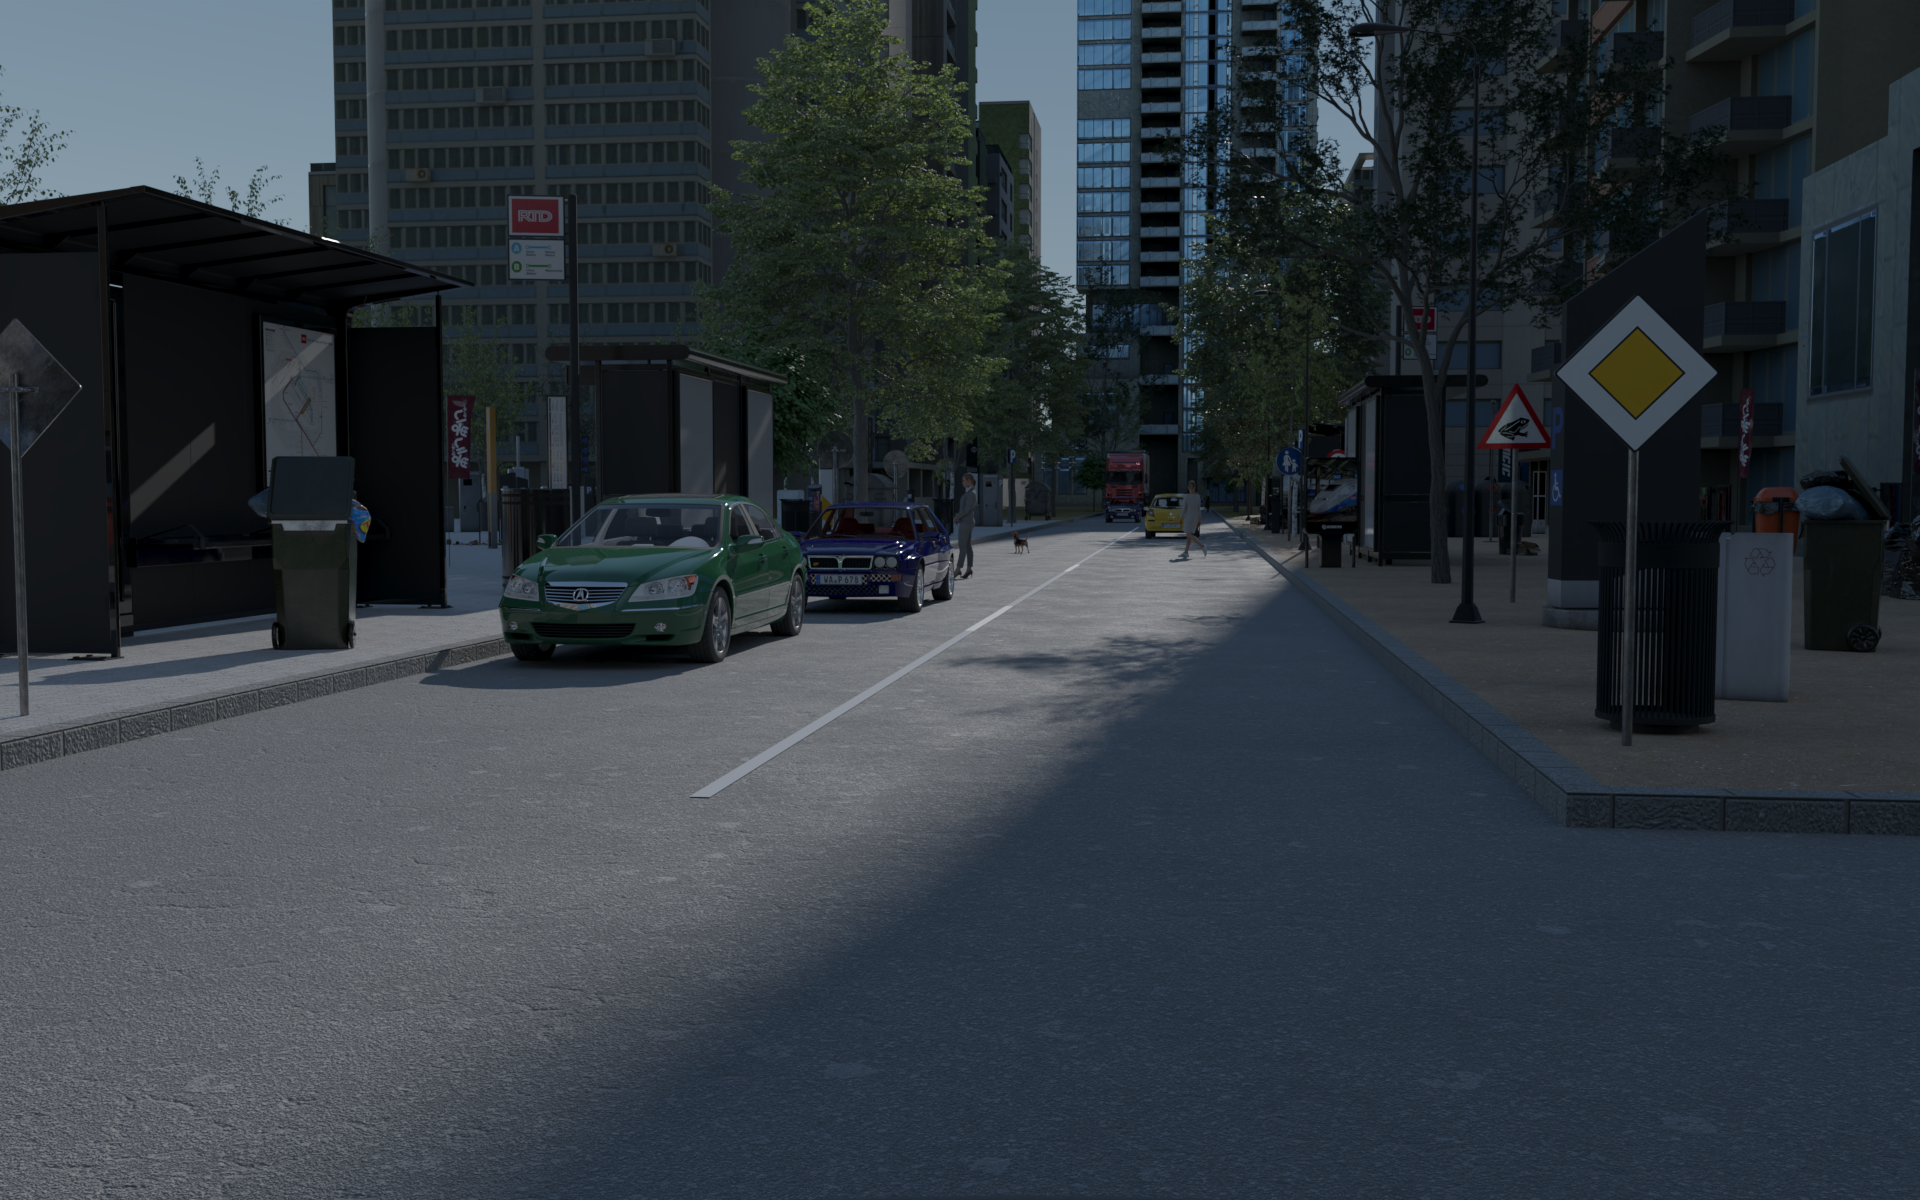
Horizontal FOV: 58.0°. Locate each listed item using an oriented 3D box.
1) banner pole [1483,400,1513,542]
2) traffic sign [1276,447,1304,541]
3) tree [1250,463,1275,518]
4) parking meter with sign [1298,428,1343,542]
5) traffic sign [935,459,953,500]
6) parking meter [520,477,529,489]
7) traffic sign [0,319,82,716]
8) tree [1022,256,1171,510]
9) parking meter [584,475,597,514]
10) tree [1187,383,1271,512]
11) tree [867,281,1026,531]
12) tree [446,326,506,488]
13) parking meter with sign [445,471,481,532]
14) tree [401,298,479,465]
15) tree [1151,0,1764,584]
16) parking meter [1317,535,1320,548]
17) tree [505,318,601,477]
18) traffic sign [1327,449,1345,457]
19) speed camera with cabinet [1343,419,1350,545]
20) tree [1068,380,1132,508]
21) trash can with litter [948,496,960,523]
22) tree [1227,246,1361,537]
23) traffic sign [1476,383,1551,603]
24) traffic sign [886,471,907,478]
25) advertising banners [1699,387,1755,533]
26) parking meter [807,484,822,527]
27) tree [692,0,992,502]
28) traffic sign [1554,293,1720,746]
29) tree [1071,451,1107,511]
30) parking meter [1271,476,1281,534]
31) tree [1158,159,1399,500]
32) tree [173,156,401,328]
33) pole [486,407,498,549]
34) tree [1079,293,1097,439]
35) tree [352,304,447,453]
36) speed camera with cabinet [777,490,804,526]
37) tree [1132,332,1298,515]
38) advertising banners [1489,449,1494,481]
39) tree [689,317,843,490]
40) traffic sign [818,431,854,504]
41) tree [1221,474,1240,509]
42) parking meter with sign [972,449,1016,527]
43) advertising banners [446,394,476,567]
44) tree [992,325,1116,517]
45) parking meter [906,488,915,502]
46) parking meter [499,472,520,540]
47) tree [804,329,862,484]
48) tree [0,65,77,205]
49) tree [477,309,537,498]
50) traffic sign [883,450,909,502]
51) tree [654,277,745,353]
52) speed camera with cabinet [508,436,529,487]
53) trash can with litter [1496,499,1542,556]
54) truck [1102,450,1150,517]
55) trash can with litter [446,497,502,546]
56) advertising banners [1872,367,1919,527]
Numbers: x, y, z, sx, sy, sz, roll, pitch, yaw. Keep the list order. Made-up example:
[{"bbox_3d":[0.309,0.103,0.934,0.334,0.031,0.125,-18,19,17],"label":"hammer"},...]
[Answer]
[{"bbox_3d":[14.388,-3.430,46.100,0.863,3.779,0.401,0,4,-3],"label":"banner pole"},{"bbox_3d":[8.987,-2.881,47.204,0.768,2.556,0.104,0,4,8],"label":"traffic sign"},{"bbox_3d":[16.267,-5.984,92.437,1.663,3.219,1.824,0,3,0],"label":"tree"},{"bbox_3d":[9.937,-3.056,46.234,1.738,3.016,0.543,0,4,-2],"label":"parking meter with sign"},{"bbox_3d":[-0.555,-3.841,62.904,0.768,2.556,0.104,1,4,13],"label":"traffic sign"},{"bbox_3d":[-14.651,-3.200,58.025,0.399,1.863,0.255,-2,4,-32],"label":"parking meter"},{"bbox_3d":[-5.415,-0.387,9.969,0.795,2.450,0.064,0,4,8],"label":"traffic sign"},{"bbox_3d":[10.849,-17.411,140.555,12.611,20.169,13.585,0,3,0],"label":"tree"},{"bbox_3d":[-11.068,-2.838,52.114,0.399,1.863,0.255,2,4,24],"label":"parking meter"},{"bbox_3d":[19.967,-12.515,122.747,7.486,12.596,7.792,0,3,0],"label":"tree"},{"bbox_3d":[-0.103,-6.678,59.553,4.737,8.622,4.395,0,3,0],"label":"tree"},{"bbox_3d":[-21.825,-7.621,74.961,4.360,8.622,3.978,0,3,0],"label":"tree"},{"bbox_3d":[-16.529,-3.796,58.327,1.738,3.016,0.543,-1,4,-19],"label":"parking meter with sign"},{"bbox_3d":[-16.285,-5.909,46.976,4.737,8.622,4.395,0,3,0],"label":"tree"},{"bbox_3d":[6.984,-5.536,24.923,8.767,10.594,7.601,0,4,7],"label":"tree"},{"bbox_3d":[8.714,-2.170,41.186,0.399,1.863,0.255,2,4,27],"label":"parking meter"},{"bbox_3d":[-16.063,-7.512,73.182,4.360,8.622,3.978,0,3,0],"label":"tree"},{"bbox_3d":[10.829,-3.027,49.601,0.768,2.556,0.104,1,4,15],"label":"traffic sign"},{"bbox_3d":[10.223,-3.081,44.714,0.660,3.252,2.038,0,4,8],"label":"speed camera with cabinet"},{"bbox_3d":[13.151,-14.107,156.410,9.928,11.665,9.643,0,3,0],"label":"tree"},{"bbox_3d":[-0.286,-3.981,76.145,1.678,1.210,2.233,-2,4,-30],"label":"trash can with litter"},{"bbox_3d":[10.105,-6.232,52.262,4.737,8.622,4.395,0,3,0],"label":"tree"},{"bbox_3d":[6.536,-1.248,20.415,0.884,2.594,0.081,1,4,14],"label":"traffic sign"},{"bbox_3d":[-2.073,-3.421,56.033,0.768,2.556,0.104,1,4,11],"label":"traffic sign"},{"bbox_3d":[13.021,-2.038,29.515,0.090,3.025,2.074,0,4,0],"label":"advertising banners"},{"bbox_3d":[-3.596,-2.105,42.822,0.372,1.533,0.369,0,3,0],"label":"parking meter"},{"bbox_3d":[-2.689,-7.469,40.246,7.486,12.596,7.792,0,3,0],"label":"tree"},{"bbox_3d":[3.398,-0.314,8.770,0.795,2.450,0.064,0,4,8],"label":"traffic sign"},{"bbox_3d":[10.009,-8.849,128.398,4.285,4.588,4.351,0,3,0],"label":"tree"},{"bbox_3d":[10.265,-3.092,56.266,0.255,1.863,0.399,1,4,14],"label":"parking meter"},{"bbox_3d":[12.597,-9.862,67.896,9.857,13.997,8.962,0,3,0],"label":"tree"},{"bbox_3d":[-15.911,-5.401,38.675,4.737,8.622,4.395,0,3,0],"label":"tree"},{"bbox_3d":[-10.986,-2.862,40.640,0.158,3.312,0.155,0,3,0],"label":"pole"},{"bbox_3d":[2.584,-9.704,76.794,7.486,12.596,7.792,0,3,0],"label":"tree"},{"bbox_3d":[-19.991,-6.516,56.905,4.360,8.622,3.978,0,3,0],"label":"tree"},{"bbox_3d":[-7.412,-4.673,70.740,2.038,3.252,0.660,1,4,15],"label":"speed camera with cabinet"},{"bbox_3d":[17.448,-10.963,105.005,9.928,11.665,9.643,0,3,0],"label":"tree"},{"bbox_3d":[16.800,-3.630,55.540,0.090,3.025,2.074,3,4,36],"label":"advertising banners"},{"bbox_3d":[-3.873,-2.961,32.129,4.285,4.588,4.351,0,3,0],"label":"tree"},{"bbox_3d":[-2.501,-2.120,34.766,0.768,2.556,0.104,1,4,13],"label":"traffic sign"},{"bbox_3d":[23.135,-9.434,148.849,1.663,3.219,1.824,0,3,0],"label":"tree"},{"bbox_3d":[1.300,-4.375,67.793,1.738,3.016,0.543,2,4,29],"label":"parking meter with sign"},{"bbox_3d":[-9.435,-2.079,30.186,2.074,3.025,0.090,-2,4,-33],"label":"advertising banners"},{"bbox_3d":[4.911,-9.858,95.585,7.601,10.594,8.767,-3,4,-38],"label":"tree"},{"bbox_3d":[-2.144,-4.077,75.064,0.372,1.533,0.369,0,3,0],"label":"parking meter"},{"bbox_3d":[-12.173,-2.503,46.630,0.399,1.863,0.255,1,4,20],"label":"parking meter"},{"bbox_3d":[-6.245,-7.689,76.084,4.737,8.622,4.395,0,3,0],"label":"tree"},{"bbox_3d":[-16.733,-4.801,28.856,4.360,8.622,3.978,0,3,0],"label":"tree"},{"bbox_3d":[-18.369,-7.120,66.778,4.737,8.622,4.395,0,3,0],"label":"tree"},{"bbox_3d":[-1.861,-3.051,49.986,0.768,2.556,0.104,1,4,15],"label":"traffic sign"},{"bbox_3d":[-8.450,-6.550,57.449,4.737,8.622,4.395,0,3,0],"label":"tree"},{"bbox_3d":[-14.504,-3.995,59.656,2.038,3.252,0.660,-1,4,-19],"label":"speed camera with cabinet"},{"bbox_3d":[11.799,-1.533,36.457,0.624,1.170,1.055,-2,4,-28],"label":"trash can with litter"},{"bbox_3d":[10.881,-7.545,112.274,2.839,4.237,11.283,0,4,8],"label":"truck"},{"bbox_3d":[-12.275,-2.005,43.847,2.233,1.210,1.678,0,4,0],"label":"trash can with litter"},{"bbox_3d":[12.740,-1.684,23.714,2.074,3.025,0.090,-2,4,-31],"label":"advertising banners"}]
